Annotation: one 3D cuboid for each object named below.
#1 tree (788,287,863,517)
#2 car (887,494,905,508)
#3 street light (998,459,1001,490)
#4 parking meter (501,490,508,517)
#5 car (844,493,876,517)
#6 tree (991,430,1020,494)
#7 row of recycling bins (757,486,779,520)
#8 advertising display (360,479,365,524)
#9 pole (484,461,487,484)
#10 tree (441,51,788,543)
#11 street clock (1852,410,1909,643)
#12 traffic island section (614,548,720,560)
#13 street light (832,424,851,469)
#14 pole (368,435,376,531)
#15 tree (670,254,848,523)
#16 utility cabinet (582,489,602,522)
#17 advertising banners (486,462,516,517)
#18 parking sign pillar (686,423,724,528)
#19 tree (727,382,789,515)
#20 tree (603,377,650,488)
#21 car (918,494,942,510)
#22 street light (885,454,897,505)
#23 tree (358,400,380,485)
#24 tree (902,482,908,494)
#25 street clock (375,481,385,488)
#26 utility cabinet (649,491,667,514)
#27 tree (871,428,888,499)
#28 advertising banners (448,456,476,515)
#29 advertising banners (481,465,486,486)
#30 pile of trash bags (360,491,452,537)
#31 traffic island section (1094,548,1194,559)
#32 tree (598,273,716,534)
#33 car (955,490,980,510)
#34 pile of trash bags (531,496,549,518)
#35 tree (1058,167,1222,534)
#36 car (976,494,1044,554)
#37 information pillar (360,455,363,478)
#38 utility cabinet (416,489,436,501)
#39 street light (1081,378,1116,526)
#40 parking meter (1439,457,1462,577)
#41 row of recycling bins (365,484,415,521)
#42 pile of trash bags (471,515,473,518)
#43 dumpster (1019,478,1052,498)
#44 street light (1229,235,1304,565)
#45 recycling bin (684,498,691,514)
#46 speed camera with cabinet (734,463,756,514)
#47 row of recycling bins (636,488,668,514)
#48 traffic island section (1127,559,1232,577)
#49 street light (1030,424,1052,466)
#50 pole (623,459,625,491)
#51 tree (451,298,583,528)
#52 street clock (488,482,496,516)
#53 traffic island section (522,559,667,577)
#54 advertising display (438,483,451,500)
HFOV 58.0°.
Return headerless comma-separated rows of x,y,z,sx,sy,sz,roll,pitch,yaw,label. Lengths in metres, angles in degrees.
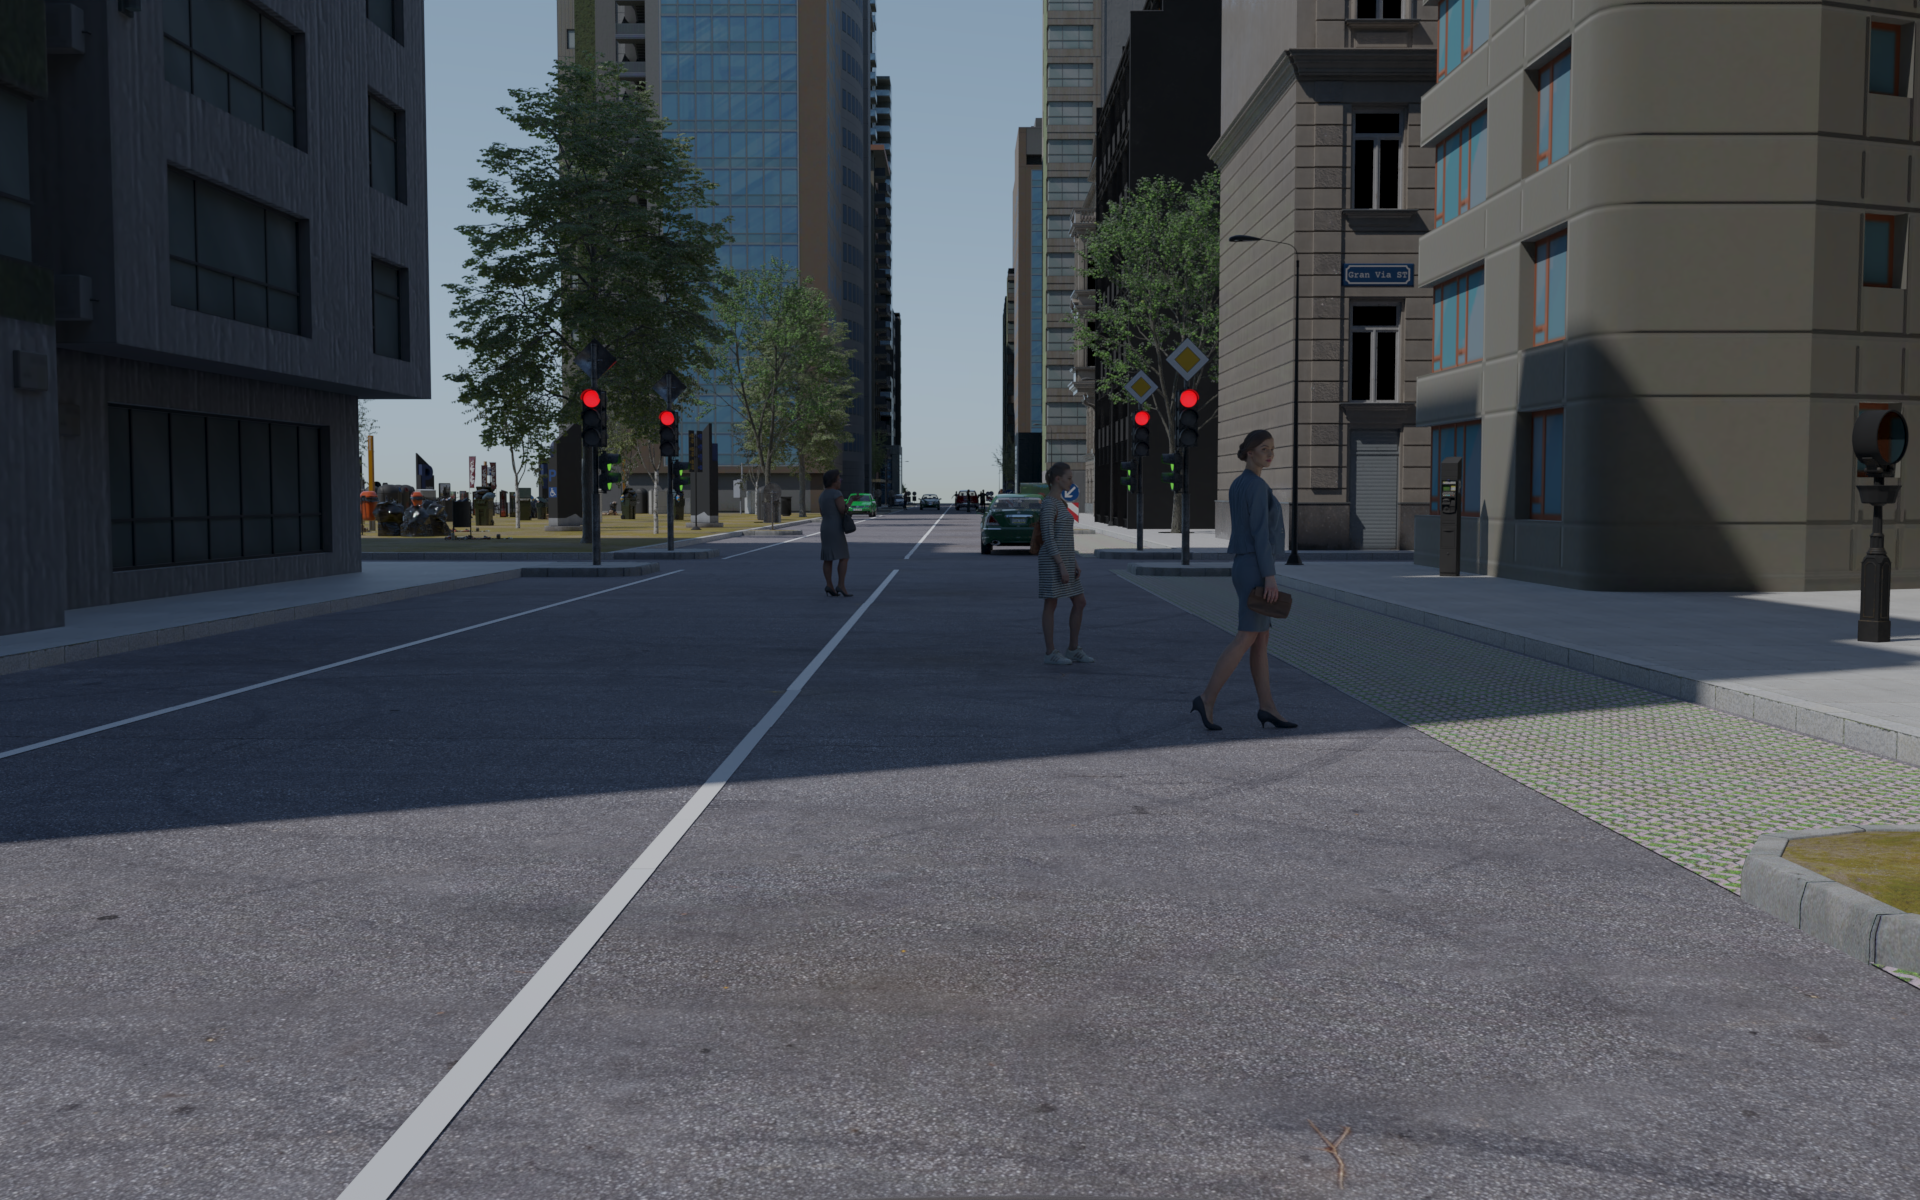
-8.923,-10.829,95.186,7.486,12.596,7.792,0,3,0,tree
-6.301,-9.880,173.542,2.014,1.417,4.499,0,3,0,car
5.657,-15.746,229.987,1.470,5.913,1.316,0,3,0,street light
-25.499,-5.417,96.974,0.372,1.533,0.369,0,3,0,parking meter
-6.244,-6.104,108.599,1.959,1.807,4.718,0,4,1,car
5.994,-15.148,198.029,4.360,8.622,3.978,0,3,0,tree
-9.553,-4.809,85.736,1.069,1.692,3.534,-1,4,-11,row of recycling bins
-25.464,-4.190,73.723,0.123,1.923,0.974,-1,4,-9,advertising display
-29.468,-6.958,107.611,0.158,3.312,0.155,0,3,0,pole
-9.283,-7.760,45.006,7.486,12.596,7.792,0,3,0,tree
7.944,-0.638,14.994,0.471,2.002,0.358,-2,4,-30,street clock
-6.587,-1.042,39.322,2.009,0.180,2.903,0,3,0,traffic island section
-7.939,-8.752,115.636,1.470,5.913,1.316,0,3,0,street light
-20.484,-4.064,60.288,0.158,3.312,0.155,0,3,0,pole
-8.666,-9.227,76.612,9.928,11.665,9.643,0,3,0,tree
-16.556,-4.190,77.188,1.173,1.500,0.318,0,4,-7,utility cabinet
-25.159,-6.065,95.349,0.090,3.025,2.074,2,4,28,advertising banners
-9.807,-4.767,66.411,1.447,3.967,1.447,-3,5,-42,parking sign pillar
-12.473,-9.552,106.533,4.360,8.622,3.978,0,3,0,tree
-18.808,-8.957,96.811,4.737,8.622,4.395,0,3,0,tree
-2.711,-8.837,156.280,2.131,1.459,4.920,0,4,-1,car
-7.954,-13.837,198.780,1.470,5.913,1.316,0,3,0,street light
-35.582,-9.184,100.525,4.360,8.622,3.978,0,3,0,tree
-9.019,-17.086,273.957,1.663,3.219,1.824,0,3,0,tree
-32.794,-5.680,97.434,0.471,2.002,0.358,-1,4,-12,street clock
-19.092,-6.165,109.477,1.173,1.500,0.318,-3,5,-43,utility cabinet
-9.628,-14.678,190.349,4.737,8.622,4.395,0,3,0,tree
-22.998,-5.130,80.062,2.074,3.025,0.090,3,4,38,advertising banners
-29.066,-6.583,103.813,0.090,3.025,2.074,2,4,32,advertising banners
-17.252,-2.659,53.223,3.447,1.369,1.912,2,4,32,pile of trash bags
4.104,-1.042,39.311,2.009,0.180,2.903,0,3,0,traffic island section
-9.854,-6.451,55.842,4.360,8.622,3.978,0,3,0,tree
0.654,-8.811,152.725,2.281,1.827,5.304,0,4,0,car
-23.385,-5.559,100.638,1.912,1.369,3.447,-3,4,-38,pile of trash bags
7.065,-7.975,56.148,9.928,11.665,9.643,0,3,0,tree
1.447,-1.881,42.558,2.131,1.459,4.920,0,4,2,car
-35.970,-6.869,103.665,0.183,3.616,0.504,3,4,37,information pillar
-25.563,-4.544,82.970,0.318,1.500,1.173,1,4,20,utility cabinet
5.540,-5.916,69.270,1.470,5.913,1.316,0,3,0,street light
7.656,-1.303,27.021,0.255,1.863,0.399,2,4,27,parking meter
-28.232,-4.725,84.364,1.069,1.692,3.534,2,4,34,row of recycling bins
-27.373,-5.015,91.749,3.447,1.369,1.912,3,5,42,pile of trash bags
3.962,-4.999,86.680,1.985,2.255,1.502,0,4,0,dumpster
5.513,-3.588,31.198,1.470,5.913,1.316,0,3,0,street light
-17.670,-6.021,110.990,0.722,1.027,0.722,-1,4,-17,recycling bin
-13.659,-7.145,111.163,0.660,3.252,2.038,2,4,34,speed camera with cabinet
-20.291,-6.466,112.830,3.534,1.692,1.069,1,4,12,row of recycling bins
4.100,-0.553,31.326,2.009,0.180,2.903,0,3,0,traffic island section
5.503,-8.673,114.342,1.470,5.913,1.316,0,3,0,street light
-19.631,-6.568,101.234,0.158,3.312,0.155,0,3,0,pole
-16.617,-6.979,64.474,4.360,8.622,3.978,0,3,0,tree
-27.397,-5.934,101.594,0.471,2.002,0.358,-1,4,-11,street clock
-6.592,-0.554,31.337,2.009,0.180,2.903,0,3,0,traffic island section
-29.800,-5.808,100.175,0.123,1.923,0.974,1,4,21,advertising display
